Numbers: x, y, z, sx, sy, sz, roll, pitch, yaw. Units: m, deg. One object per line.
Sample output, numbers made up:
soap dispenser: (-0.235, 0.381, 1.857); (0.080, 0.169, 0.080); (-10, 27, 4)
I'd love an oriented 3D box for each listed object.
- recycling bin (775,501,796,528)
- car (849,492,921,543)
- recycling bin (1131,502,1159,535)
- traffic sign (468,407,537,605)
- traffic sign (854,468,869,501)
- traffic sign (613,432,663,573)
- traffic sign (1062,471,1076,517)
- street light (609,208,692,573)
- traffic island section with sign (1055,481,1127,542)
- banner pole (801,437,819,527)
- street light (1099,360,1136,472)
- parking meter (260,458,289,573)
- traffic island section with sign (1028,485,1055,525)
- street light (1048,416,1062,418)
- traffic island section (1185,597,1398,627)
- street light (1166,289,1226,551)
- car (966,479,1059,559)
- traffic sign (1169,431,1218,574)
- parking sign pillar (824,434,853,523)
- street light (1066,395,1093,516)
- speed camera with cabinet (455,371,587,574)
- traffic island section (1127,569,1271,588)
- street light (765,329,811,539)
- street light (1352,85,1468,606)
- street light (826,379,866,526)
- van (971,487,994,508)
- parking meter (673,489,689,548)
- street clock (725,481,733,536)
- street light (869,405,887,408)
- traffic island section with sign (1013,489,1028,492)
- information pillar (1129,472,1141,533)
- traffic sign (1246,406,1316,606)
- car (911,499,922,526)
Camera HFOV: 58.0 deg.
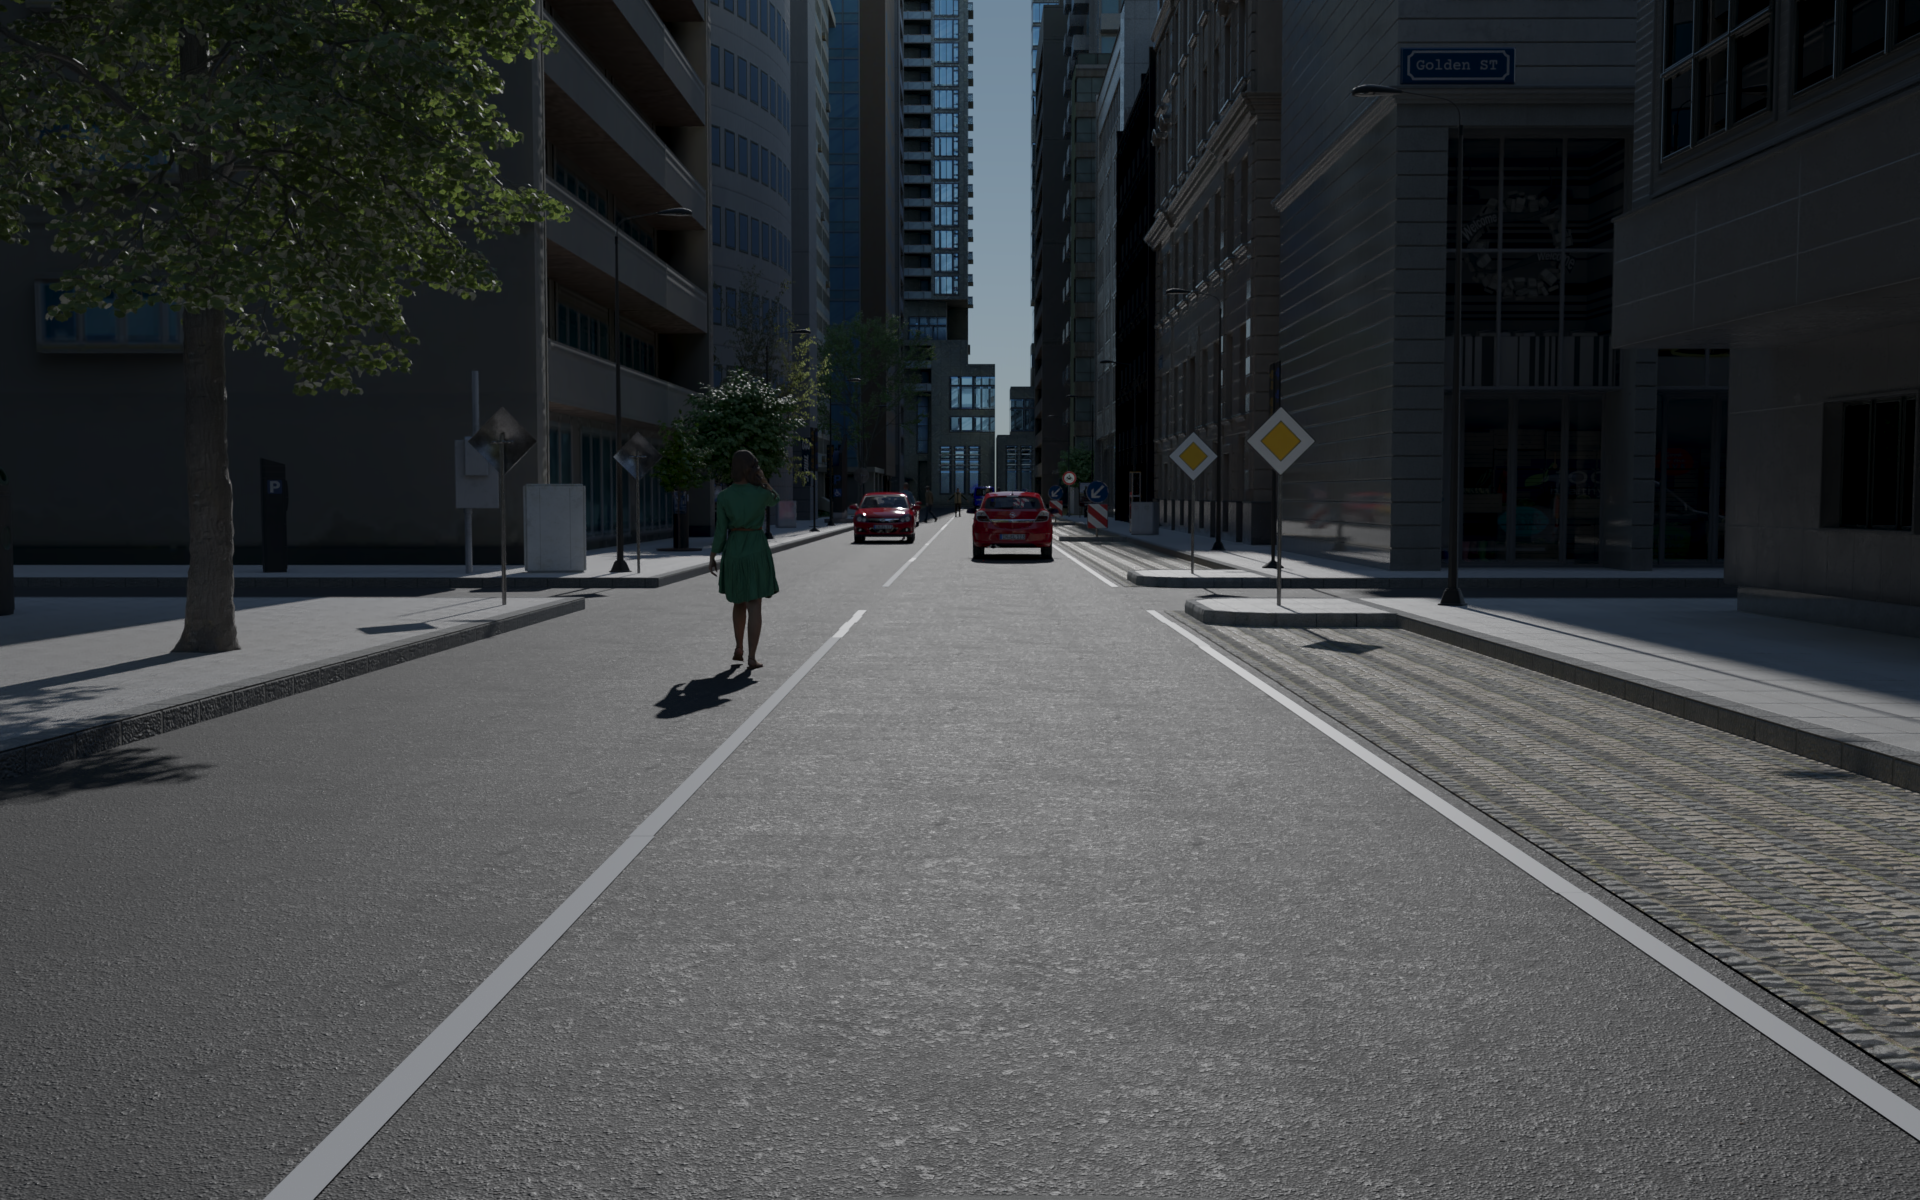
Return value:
recycling bin: (-6.630, -3.263, 65.910); (0.722, 1.027, 0.722); (-1, 4, -13)
car: (-2.249, -2.641, 52.214); (2.155, 1.783, 4.494); (0, 4, -1)
recycling bin: (5.830, -2.566, 54.506); (0.722, 1.027, 0.722); (1, 4, 23)
traffic sign: (-5.274, -1.000, 19.992); (0.795, 2.450, 0.064); (0, 4, 1)
traffic sign: (-4.764, -5.120, 83.823); (0.768, 2.556, 0.104); (0, 4, 4)
traffic sign: (-5.199, -1.488, 27.977); (0.795, 2.450, 0.064); (0, 4, 1)
traffic sign: (6.093, -5.901, 96.592); (0.768, 2.556, 0.104); (0, 4, 3)
street light: (-5.045, -3.410, 28.296); (1.470, 5.913, 1.316); (0, 4, 1)
traffic island section with sign: (4.010, -2.686, 52.547); (1.989, 1.847, 2.006); (0, 4, 1)
banner pole: (-5.840, -4.720, 67.184); (0.863, 3.779, 0.401); (-3, 5, -44)
street light: (5.528, -5.358, 60.146); (1.470, 5.913, 1.316); (0, 4, 1)
parking meter: (-11.209, -1.384, 28.342); (0.399, 1.863, 0.255); (-2, 4, -30)
traffic island section with sign: (4.263, -4.344, 79.658); (1.989, 1.847, 2.006); (0, 4, 1)
street light: (5.897, -7.949, 102.500); (1.470, 5.913, 1.316); (0, 4, 1)
traffic island section: (3.693, 0.142, 19.965); (2.009, 0.180, 2.903); (0, 4, 1)
street light: (5.347, -4.084, 39.310); (1.470, 5.913, 1.316); (0, 4, 1)
car: (1.206, -1.877, 39.729); (2.155, 1.783, 4.494); (0, 4, 2)
traffic sign: (3.745, -1.482, 27.873); (0.795, 2.450, 0.064); (0, 4, 1)
parking sign pillar: (-5.343, -5.429, 77.234); (1.447, 3.967, 1.447); (0, 4, 7)
street light: (5.674, -6.654, 81.340); (1.470, 5.913, 1.316); (0, 4, 1)
speed camera with cabinet: (-7.167, -2.074, 28.253); (2.038, 3.252, 0.660); (-1, 4, -15)
traffic island section: (3.769, -0.347, 27.950); (2.009, 0.180, 2.903); (0, 4, 1)
street light: (-4.910, -4.678, 49.019); (1.470, 5.913, 1.316); (0, 4, 1)
street light: (5.145, -2.892, 19.824); (1.470, 5.913, 1.316); (0, 4, 1)
street light: (-4.668, -5.945, 69.742); (1.470, 5.913, 1.316); (0, 4, 1)
van: (2.079, -8.875, 149.486); (2.240, 2.365, 5.245); (0, 3, 0)
parking meter: (-6.654, -2.009, 41.265); (0.372, 1.533, 0.369); (0, 3, 0)
street clock: (-6.864, -2.900, 51.986); (0.471, 2.002, 0.358); (-2, 4, -26)
street light: (-4.512, -7.213, 90.473); (1.470, 5.913, 1.316); (0, 4, 1)
traffic island section with sign: (4.988, -9.061, 156.781); (1.989, 1.847, 2.006); (0, 4, 1)
information pillar: (5.796, -3.231, 57.321); (0.304, 2.012, 0.304); (-1, 4, -9)
traffic sign: (3.670, -0.994, 19.888); (0.795, 2.450, 0.064); (0, 4, 1)
car: (-2.728, -4.063, 75.467); (2.155, 1.783, 4.494); (0, 4, 1)
